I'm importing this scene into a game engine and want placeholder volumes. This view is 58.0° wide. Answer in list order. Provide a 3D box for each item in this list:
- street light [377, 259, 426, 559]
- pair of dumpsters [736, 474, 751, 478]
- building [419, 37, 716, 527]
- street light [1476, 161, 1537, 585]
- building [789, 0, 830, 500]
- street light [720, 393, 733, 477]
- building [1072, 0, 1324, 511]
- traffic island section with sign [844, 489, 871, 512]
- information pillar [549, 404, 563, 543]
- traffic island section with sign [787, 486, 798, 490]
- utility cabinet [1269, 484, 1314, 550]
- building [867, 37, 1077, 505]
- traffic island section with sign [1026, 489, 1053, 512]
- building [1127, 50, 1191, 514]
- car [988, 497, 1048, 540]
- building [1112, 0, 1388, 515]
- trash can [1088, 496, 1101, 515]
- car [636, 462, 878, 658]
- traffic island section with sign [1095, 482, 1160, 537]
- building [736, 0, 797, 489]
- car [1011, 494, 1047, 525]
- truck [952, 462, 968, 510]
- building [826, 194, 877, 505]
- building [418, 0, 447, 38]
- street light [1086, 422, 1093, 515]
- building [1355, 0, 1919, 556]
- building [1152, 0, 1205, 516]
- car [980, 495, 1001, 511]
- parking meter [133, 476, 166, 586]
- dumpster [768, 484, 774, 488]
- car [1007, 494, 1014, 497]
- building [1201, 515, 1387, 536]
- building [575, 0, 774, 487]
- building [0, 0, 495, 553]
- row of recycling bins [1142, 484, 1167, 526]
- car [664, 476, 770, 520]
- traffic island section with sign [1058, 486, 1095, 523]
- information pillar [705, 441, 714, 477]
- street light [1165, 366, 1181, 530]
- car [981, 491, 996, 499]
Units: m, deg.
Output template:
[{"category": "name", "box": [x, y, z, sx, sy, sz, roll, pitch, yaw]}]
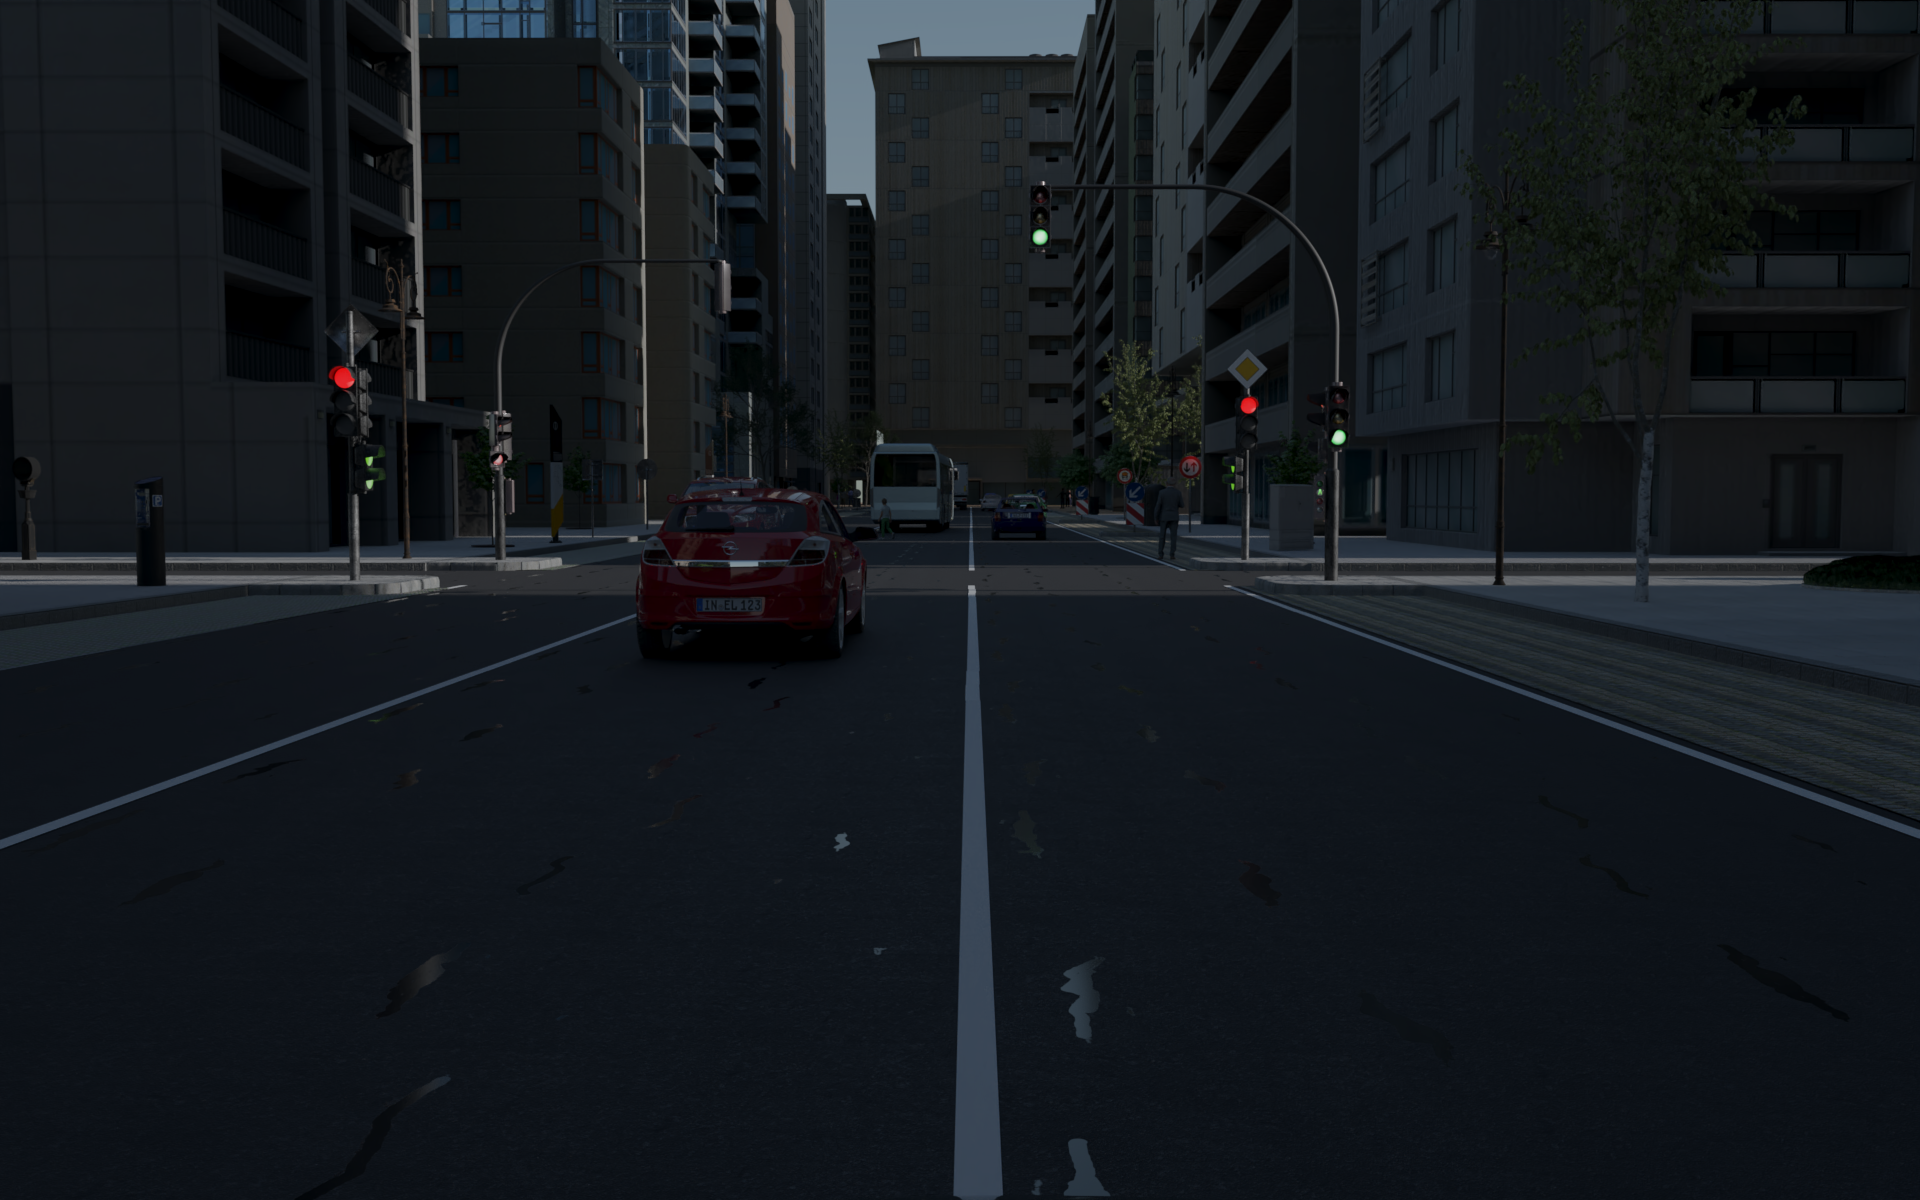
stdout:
[{"category": "street light", "box": [-10.991, -3.759, 34.246, 0.468, 5.910, 1.993, 0, 4, 0]}, {"category": "pair of dumpsters", "box": [-10.756, -4.945, 83.342, 1.574, 2.255, 4.437, 0, 4, 0]}, {"category": "building", "box": [-27.312, -14.396, 80.417, 27.650, 21.520, 28.899, 0, 4, 0]}, {"category": "street light", "box": [7.591, -3.145, 24.208, 0.468, 5.910, 1.993, 0, 4, 0]}, {"category": "building", "box": [-24.113, -44.775, 170.327, 20.611, 71.187, 20.563, 0, 4, 0]}, {"category": "street light", "box": [-10.729, -6.527, 79.511, 0.468, 5.910, 1.993, 0, 4, 0]}, {"category": "building", "box": [22.325, -33.395, 169.709, 21.300, 48.544, 21.600, 0, 4, 0]}, {"category": "traffic island section with sign", "box": [-8.001, -7.762, 135.532, 1.989, 1.847, 2.006, 0, 4, 0]}, {"category": "information pillar", "box": [-10.556, -3.299, 45.293, 0.183, 3.616, 0.504, 1, 4, 18]}, {"category": "traffic island section with sign", "box": [-8.321, -4.743, 86.183, 1.989, 1.847, 2.006, 0, 4, 0]}, {"category": "utility cabinet", "box": [7.547, -1.875, 39.342, 1.173, 1.500, 0.318, -3, 4, -38]}, {"category": "building", "box": [3.480, -37.912, 209.093, 27.495, 52.752, 28.713, 0, 4, 0]}, {"category": "traffic island section with sign", "box": [6.211, -7.756, 135.434, 1.989, 1.847, 2.006, 0, 4, 0]}, {"category": "building", "box": [18.141, -21.091, 116.545, 14.160, 30.474, 14.107, 0, 4, 0]}, {"category": "car", "box": [1.857, -2.617, 55.373, 1.945, 1.354, 3.894, 0, 4, 1]}, {"category": "building", "box": [21.762, -31.198, 133.791, 21.300, 48.544, 21.600, 0, 4, 0]}, {"category": "trash can", "box": [8.263, -5.797, 106.433, 0.748, 1.137, 0.748, 0, 3, 0]}, {"category": "car", "box": [-1.895, -0.465, 16.649, 2.155, 1.783, 4.494, 0, 4, 1]}, {"category": "traffic island section with sign", "box": [5.725, -3.048, 58.463, 1.989, 1.847, 2.006, 0, 4, 0]}, {"category": "building", "box": [-21.539, -30.373, 146.703, 14.600, 45.320, 14.200, 0, 4, 0]}, {"category": "car", "box": [2.962, -4.109, 78.984, 2.131, 1.459, 4.920, 0, 4, -1]}, {"category": "truck", "box": [-0.578, -10.302, 157.349, 2.839, 4.237, 11.283, 0, 4, -1]}, {"category": "building", "box": [-22.251, -31.786, 211.580, 23.993, 40.220, 32.217, 0, 4, 0]}, {"category": "building", "box": [-49.656, -33.640, 169.619, 30.456, 49.044, 23.786, 0, 4, 0]}, {"category": "street light", "box": [8.117, -8.291, 108.348, 0.468, 5.910, 1.993, 0, 4, 0]}, {"category": "building", "box": [17.835, -21.815, 40.264, 14.086, 41.232, 14.154, 0, 4, 0]}, {"category": "building", "box": [25.299, -30.877, 94.084, 28.713, 52.752, 27.495, 0, 4, 0]}, {"category": "car", "box": [2.691, -8.120, 145.120, 2.083, 1.381, 4.827, 0, 4, -1]}, {"category": "parking meter", "box": [-11.307, -0.964, 24.181, 0.372, 1.533, 0.369, 0, 3, 0]}, {"category": "dumpster", "box": [-10.570, -5.317, 92.697, 1.264, 1.857, 1.865, 0, 4, 1]}, {"category": "car", "box": [3.328, -5.420, 98.845, 2.015, 1.641, 3.980, 0, 4, 1]}, {"category": "building", "box": [20.830, -26.792, 61.753, 21.300, 48.544, 21.600, 0, 4, 0]}, {"category": "building", "box": [-24.368, -49.534, 122.558, 22.319, 86.520, 31.000, 0, 4, 0]}, {"category": "building", "box": [-24.273, -37.183, 46.188, 20.563, 71.187, 20.611, 0, 4, 0]}, {"category": "row of recycling bins", "box": [7.869, -3.868, 70.354, 1.069, 1.692, 3.534, 0, 4, 3]}, {"category": "car", "box": [-5.060, -1.757, 37.401, 2.281, 1.827, 5.304, 0, 4, 1]}, {"category": "traffic island section with sign", "box": [5.896, -4.728, 85.939, 1.989, 1.847, 2.006, 0, 4, 0]}, {"category": "information pillar", "box": [-10.982, -5.179, 76.028, 0.504, 3.616, 0.183, 3, 5, 43]}, {"category": "street light", "box": [7.656, -5.488, 62.519, 0.468, 5.910, 1.993, 0, 4, 0]}, {"category": "car", "box": [3.179, -10.432, 180.159, 1.945, 1.707, 3.694, 0, 4, 1]}]
